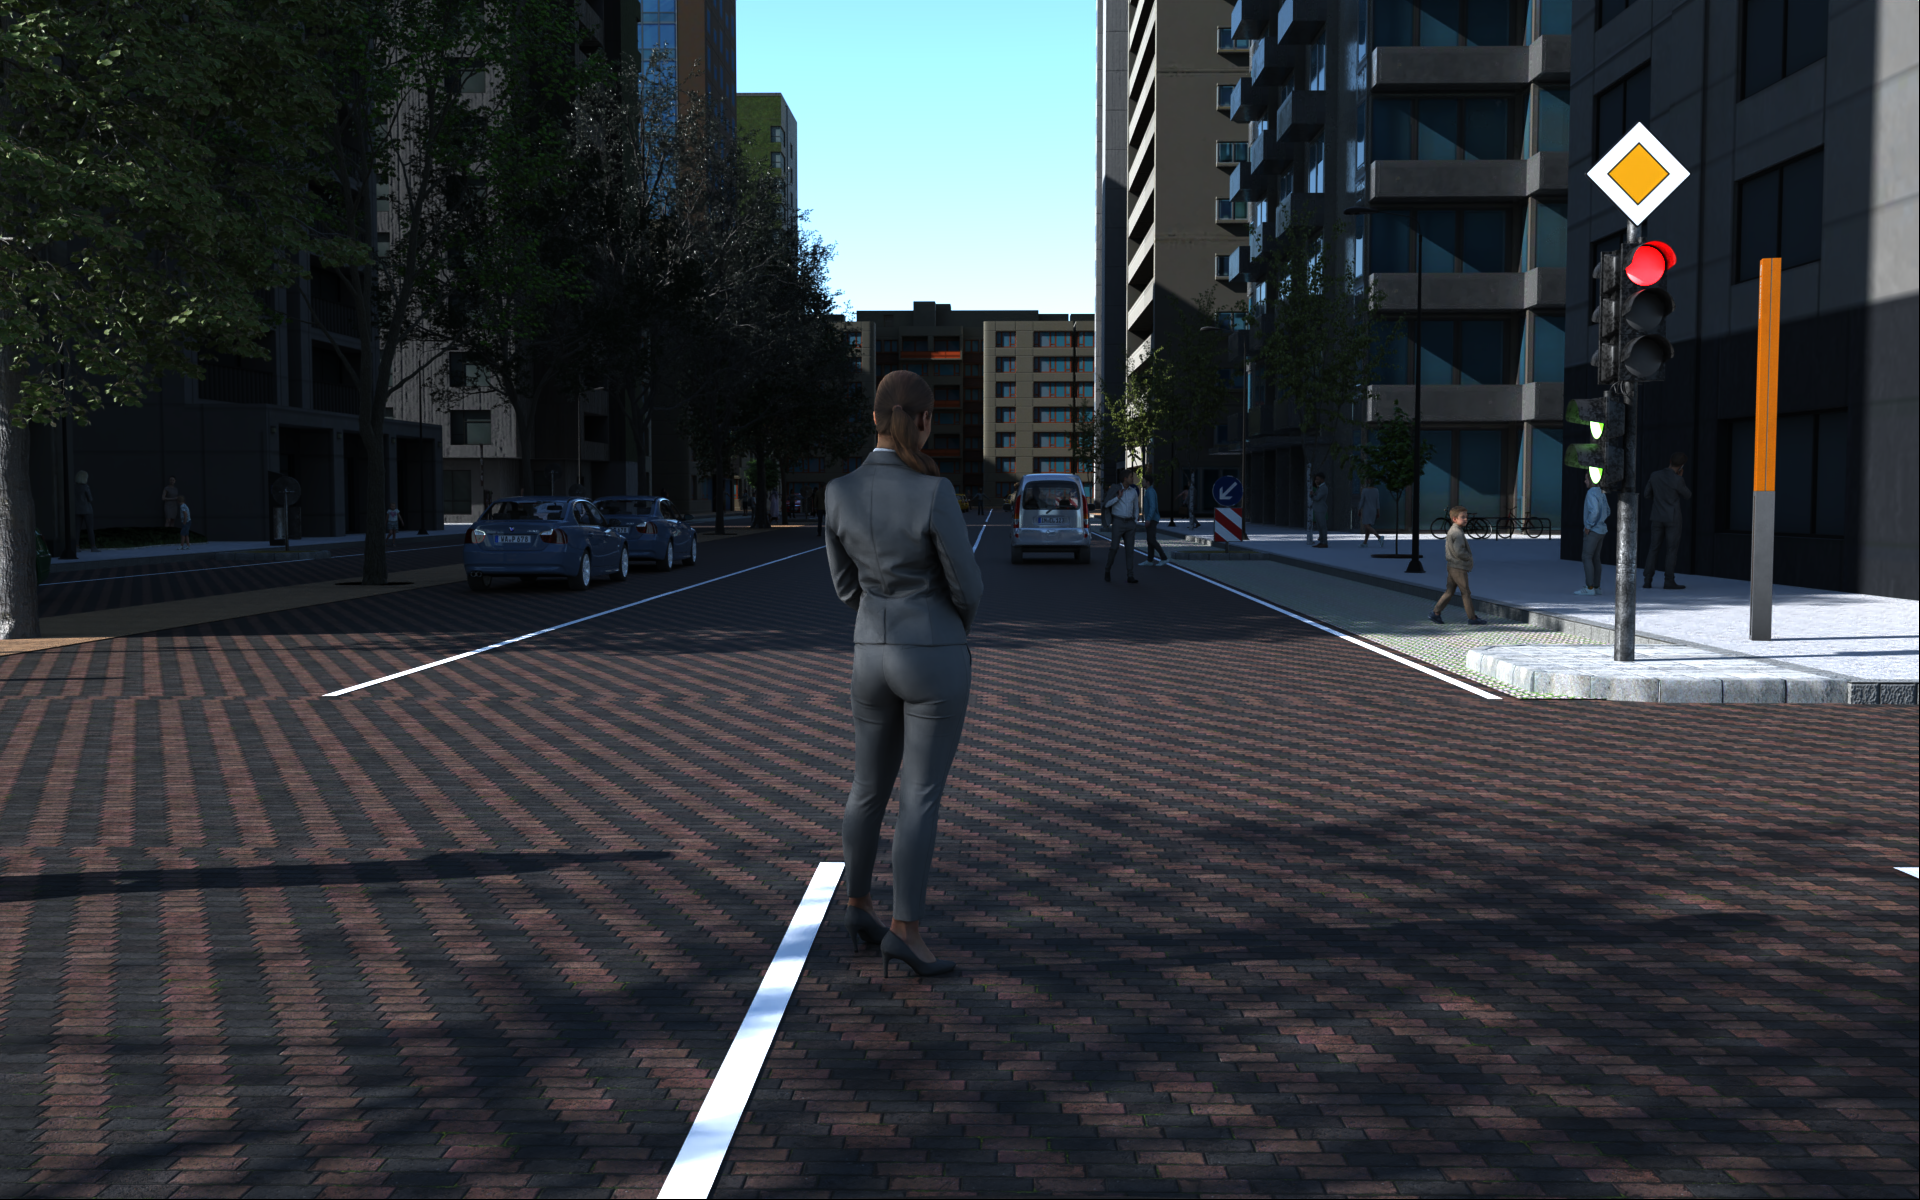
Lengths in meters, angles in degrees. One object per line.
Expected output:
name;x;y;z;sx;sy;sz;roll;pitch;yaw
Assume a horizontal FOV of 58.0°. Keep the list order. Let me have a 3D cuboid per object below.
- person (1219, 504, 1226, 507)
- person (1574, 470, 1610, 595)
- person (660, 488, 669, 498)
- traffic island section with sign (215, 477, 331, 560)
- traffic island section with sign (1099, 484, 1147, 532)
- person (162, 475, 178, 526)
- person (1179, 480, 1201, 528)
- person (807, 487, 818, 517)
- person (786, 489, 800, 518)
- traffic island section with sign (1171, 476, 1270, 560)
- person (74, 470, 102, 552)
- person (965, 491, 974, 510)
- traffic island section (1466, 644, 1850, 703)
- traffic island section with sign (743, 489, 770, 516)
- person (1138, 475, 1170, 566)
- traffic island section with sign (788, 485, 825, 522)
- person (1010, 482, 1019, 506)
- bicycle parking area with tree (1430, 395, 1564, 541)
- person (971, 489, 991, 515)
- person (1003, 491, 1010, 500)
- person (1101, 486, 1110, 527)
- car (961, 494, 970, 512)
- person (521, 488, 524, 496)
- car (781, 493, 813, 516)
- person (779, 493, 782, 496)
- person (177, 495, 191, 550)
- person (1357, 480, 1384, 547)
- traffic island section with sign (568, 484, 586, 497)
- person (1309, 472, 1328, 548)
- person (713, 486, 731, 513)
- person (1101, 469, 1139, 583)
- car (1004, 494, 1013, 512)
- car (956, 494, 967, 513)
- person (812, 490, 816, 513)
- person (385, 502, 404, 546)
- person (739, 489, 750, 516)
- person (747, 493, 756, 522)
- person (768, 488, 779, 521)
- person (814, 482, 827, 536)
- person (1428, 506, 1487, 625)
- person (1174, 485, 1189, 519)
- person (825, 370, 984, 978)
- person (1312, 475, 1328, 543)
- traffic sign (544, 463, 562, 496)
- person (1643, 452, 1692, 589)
person;9.622;-3.458;62.757;0.728;1.800;0.709;0;4;0
person;8.087;-0.872;22.115;0.589;1.601;0.330;-3;5;-43
person;-16.952;-5.620;99.393;0.415;1.643;0.593;2;4;32
traffic island section with sign;-15.123;-1.820;38.388;1.989;1.847;2.006;0;4;1
traffic island section with sign;6.310;-3.486;65.629;1.989;1.847;2.006;0;4;1
person;-21.103;-2.445;46.359;0.374;1.781;0.599;1;4;21
person;8.713;-3.620;65.357;0.853;1.813;0.709;1;4;23
person;-8.863;-6.017;106.511;1.348;1.869;0.705;0;4;5
person;-9.948;-5.736;103.009;1.217;1.735;0.721;-2;4;-31
traffic island section with sign;5.691;-1.805;38.143;1.989;1.847;2.006;0;4;1
person;-19.384;-1.961;38.295;0.537;1.800;0.526;1;4;21
person;0.800;-9.105;157.921;0.990;1.755;0.434;1;4;20
traffic island section;5.131;0.548;13.322;2.009;0.180;2.903;0;4;1
traffic island section with sign;-13.396;-6.546;115.651;1.989;1.847;2.006;0;4;1
person;3.875;-1.594;34.583;0.620;1.820;0.660;0;4;2
traffic island section with sign;-7.916;-4.911;88.431;2.006;1.907;1.989;0;4;1
person;1.657;-2.398;48.249;0.362;1.759;0.519;-2;4;-35
bicycle parking area with tree;18.093;-3.672;47.045;9.016;4.147;8.231;0;4;-6
person;1.425;-6.696;118.070;1.350;1.814;0.705;-1;4;-9
person;4.322;-9.133;158.339;0.721;1.766;1.217;-2;4;-32
person;5.921;-3.739;70.177;0.519;1.759;0.362;-3;5;-40
car;-0.169;-7.944;140.104;2.015;1.641;3.980;0;4;-1
person;-17.178;-3.814;68.497;0.778;1.811;0.616;3;5;43
car;-10.669;-6.423;114.064;2.155;1.783;4.494;0;4;2
person;-15.394;-8.818;150.083;0.599;1.838;0.709;-3;5;-39
person;-17.938;-1.792;40.018;0.352;1.250;0.332;1;4;17
person;9.864;-2.123;41.499;0.760;1.731;0.466;3;5;42
traffic island section with sign;-14.519;-3.468;65.337;1.989;1.847;2.006;0;4;1
person;8.575;-2.156;41.476;0.466;1.800;0.511;-1;4;-14
person;-15.811;-6.691;115.435;1.348;1.824;0.705;1;4;19
person;2.598;-1.193;28.109;0.679;1.850;0.850;-2;4;-25
car;4.541;-8.017;141.301;2.015;1.641;3.980;0;4;3
car;-0.454;-7.617;134.766;2.015;1.641;3.980;0;4;-1
person;-10.797;-7.260;127.912;1.217;1.735;0.721;-1;4;-16
person;-15.599;-2.092;47.720;0.505;1.210;0.382;-2;4;-32
person;-13.925;-6.266;111.741;0.721;1.735;1.217;-3;5;-43
person;-10.520;-4.708;88.068;0.503;1.515;0.523;2;4;29
person;-9.760;-5.010;91.074;0.621;1.740;0.551;2;4;35
person;-4.606;-3.084;58.838;0.656;1.842;0.836;-2;4;-25
person;5.424;-0.375;18.908;0.640;1.303;0.475;-1;4;-9
person;11.747;-5.118;90.430;1.217;1.736;0.721;-1;4;-19
person;-0.139;0.216;5.236;0.520;1.790;0.573;1;4;18
person;9.291;-2.370;45.047;0.529;1.795;0.600;3;5;39
traffic sign;-16.435;-4.272;69.956;0.768;2.556;0.104;1;4;9
person;9.590;-1.079;23.490;0.447;1.846;0.655;-3;4;-38
